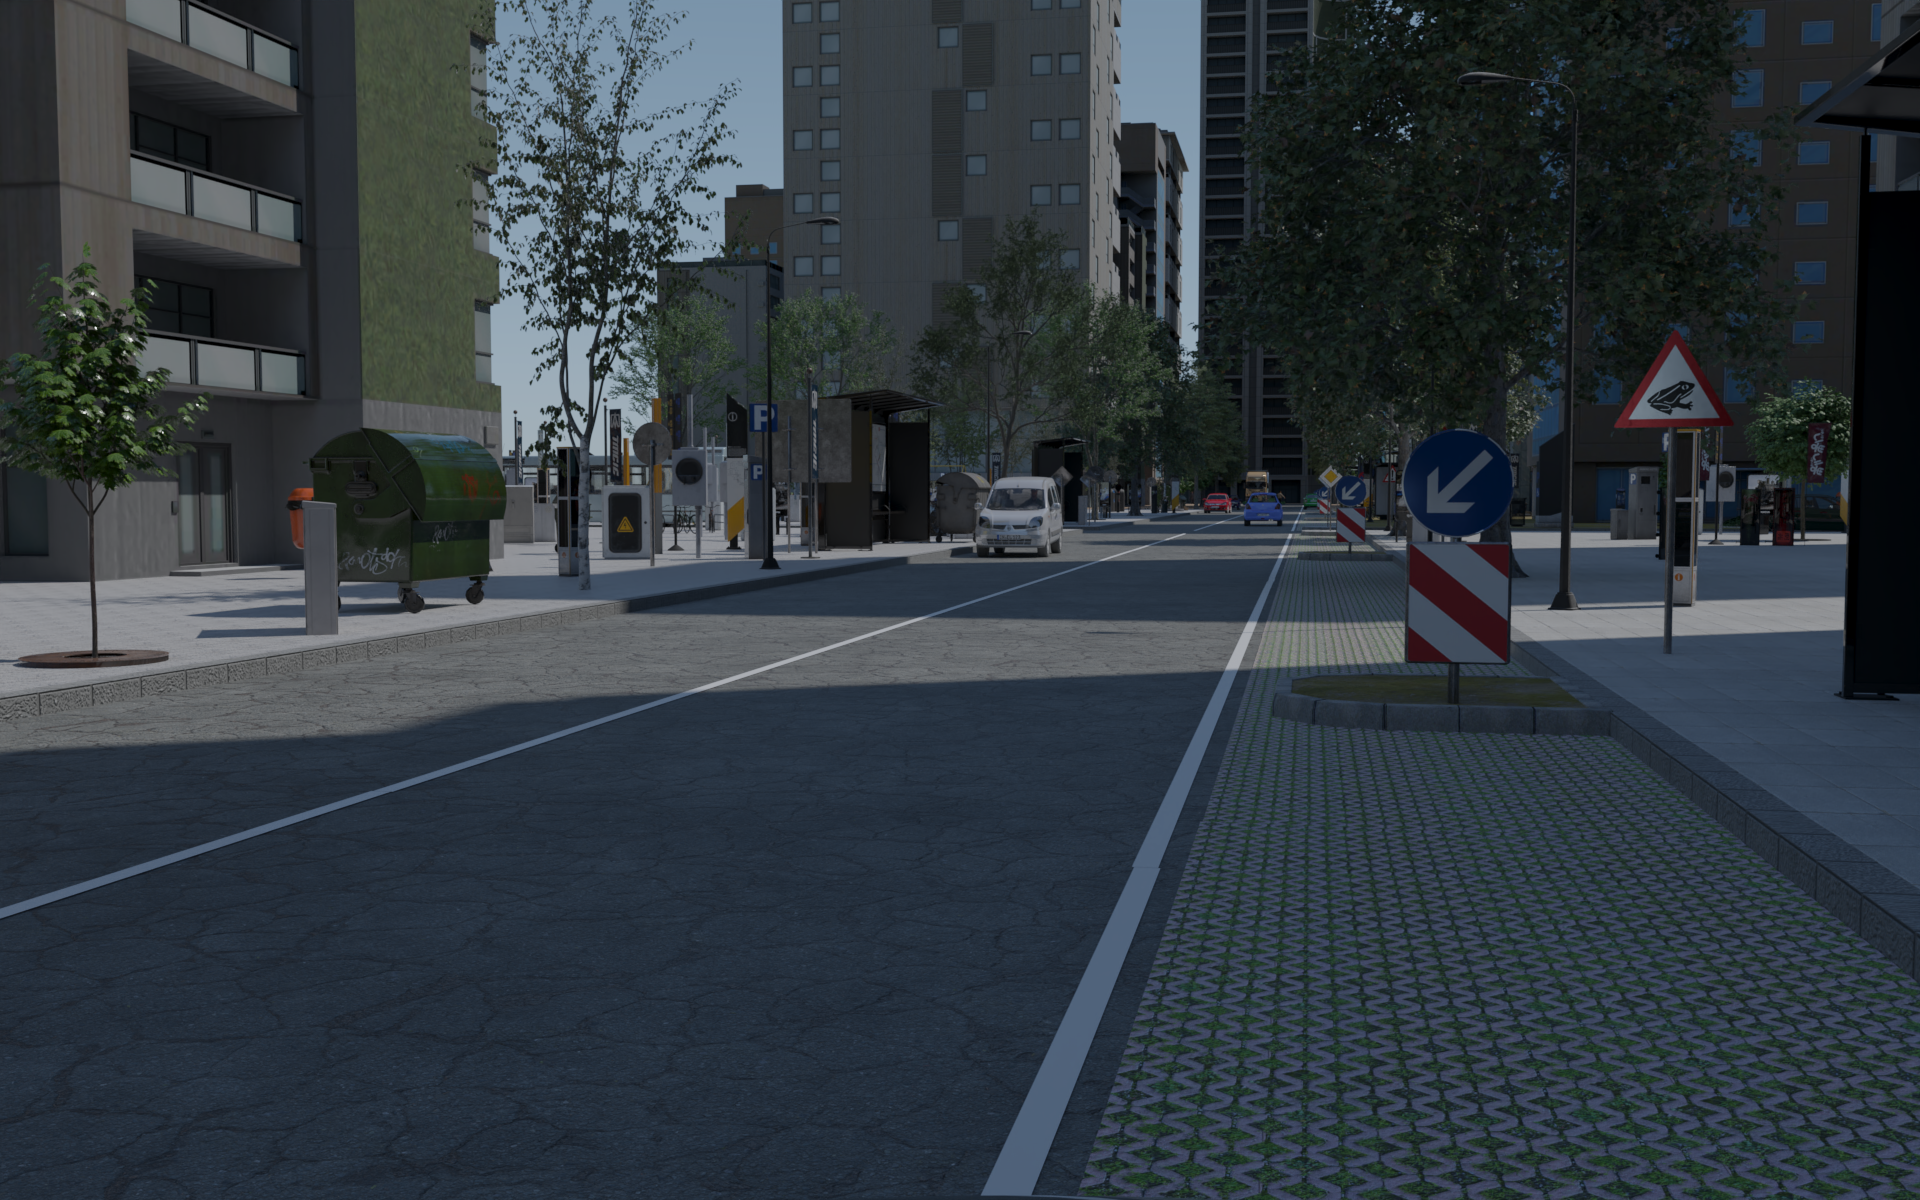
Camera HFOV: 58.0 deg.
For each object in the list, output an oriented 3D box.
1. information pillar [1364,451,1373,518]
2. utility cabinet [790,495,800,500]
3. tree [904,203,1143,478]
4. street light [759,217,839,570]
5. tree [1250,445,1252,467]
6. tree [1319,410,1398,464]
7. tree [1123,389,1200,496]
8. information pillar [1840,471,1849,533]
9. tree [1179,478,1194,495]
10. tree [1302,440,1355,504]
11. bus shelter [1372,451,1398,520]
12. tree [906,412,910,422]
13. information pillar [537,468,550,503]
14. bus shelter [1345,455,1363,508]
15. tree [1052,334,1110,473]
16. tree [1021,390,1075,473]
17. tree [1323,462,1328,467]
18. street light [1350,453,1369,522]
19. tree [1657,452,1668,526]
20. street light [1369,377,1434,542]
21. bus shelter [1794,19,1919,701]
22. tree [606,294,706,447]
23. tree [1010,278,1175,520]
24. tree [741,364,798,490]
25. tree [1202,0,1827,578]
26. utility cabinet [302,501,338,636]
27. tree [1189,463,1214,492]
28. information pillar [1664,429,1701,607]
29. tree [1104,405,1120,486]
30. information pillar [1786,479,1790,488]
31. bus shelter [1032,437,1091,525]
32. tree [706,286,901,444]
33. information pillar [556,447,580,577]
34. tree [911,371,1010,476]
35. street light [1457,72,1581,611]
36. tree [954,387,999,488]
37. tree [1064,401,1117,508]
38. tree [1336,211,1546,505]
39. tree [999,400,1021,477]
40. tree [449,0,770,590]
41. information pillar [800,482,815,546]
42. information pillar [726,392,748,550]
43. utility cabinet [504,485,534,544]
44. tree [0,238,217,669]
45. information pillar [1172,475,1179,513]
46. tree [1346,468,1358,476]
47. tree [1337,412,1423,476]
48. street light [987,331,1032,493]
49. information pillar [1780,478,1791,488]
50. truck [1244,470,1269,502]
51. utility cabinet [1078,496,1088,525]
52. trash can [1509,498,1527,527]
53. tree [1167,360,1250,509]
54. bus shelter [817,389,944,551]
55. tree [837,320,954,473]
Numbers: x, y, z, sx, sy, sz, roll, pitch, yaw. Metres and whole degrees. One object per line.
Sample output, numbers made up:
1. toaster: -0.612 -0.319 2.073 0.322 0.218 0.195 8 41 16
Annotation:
1. information pillar: 22.232 -6.305 94.446 0.504 3.616 0.183 0 4 7
2. utility cabinet: -11.228 -6.475 117.028 1.020 1.237 0.306 1 4 22
3. tree: 1.542 -7.425 55.804 7.601 10.594 8.767 3 5 40
4. street light: -2.711 -3.472 29.300 1.470 5.913 1.316 1 4 11
5. tree: 27.435 -16.468 187.380 7.486 12.596 7.792 0 3 0
6. tree: 26.036 -10.804 111.058 7.601 10.594 8.767 2 4 26
7. tree: 14.231 -10.298 118.736 4.360 8.622 3.978 0 3 0
8. information pillar: 29.133 -4.007 56.877 0.183 3.616 0.504 0 4 -7
9. tree: 17.639 -8.806 138.587 1.663 3.219 1.824 0 3 0
10. tree: 46.500 -18.263 216.721 7.486 12.596 7.792 0 3 0
11. bus shelter: 20.910 -5.479 83.500 2.014 3.302 5.546 1 4 11
12. tree: -3.137 -11.310 135.281 4.737 8.622 4.395 0 3 0
13. information pillar: -11.958 -2.769 49.763 0.304 2.012 0.304 0 4 1
14. bus shelter: 31.008 -9.623 134.974 2.179 5.291 8.768 1 4 11
15. tree: 10.180 -11.287 101.557 9.611 12.733 9.660 0 3 0
16. tree: 6.882 -10.692 125.181 4.360 8.622 3.978 0 3 0
17. tree: 24.321 -9.366 103.494 4.737 8.622 4.395 0 3 0
18. street light: 14.258 -5.329 59.675 1.470 5.913 1.316 1 4 11
19. tree: 28.477 -4.578 69.446 1.663 3.219 1.824 0 3 0
20. street light: 10.196 -4.093 39.467 1.470 5.913 1.316 1 4 11
21. bus shelter: 5.432 -1.006 7.726 1.731 3.624 6.357 1 4 11
22. tree: -14.633 -9.991 89.109 9.928 11.665 9.643 0 3 0
23. tree: 6.468 -9.731 84.862 9.928 11.665 9.643 0 3 0
24. tree: -10.416 -9.034 98.074 4.737 8.622 4.395 0 3 0
25. tree: 8.179 -6.699 26.530 9.611 12.733 9.660 0 3 0
26. utility cabinet: -5.969 -0.307 16.187 0.306 1.237 1.020 -1 4 -21
27. tree: 21.756 -10.770 159.797 4.285 4.588 4.351 0 3 0
28. information pillar: 8.255 -0.936 19.792 0.304 2.012 0.304 2 4 31
29. tree: 11.972 -11.539 139.031 4.360 8.622 3.978 0 3 0
30. information pillar: 30.452 -4.422 63.662 0.183 3.616 0.504 1 4 21
31. bus shelter: 4.376 -5.066 74.108 1.731 3.624 6.357 1 4 11
32. tree: -6.976 -9.779 85.648 9.928 11.665 9.643 0 3 0
33. information pillar: -6.054 -1.374 26.954 0.304 2.012 0.304 3 5 40
34. tree: 0.507 -9.276 102.021 4.737 8.622 4.395 0 3 0
35. street light: 6.180 -2.851 19.163 1.470 5.913 1.316 1 4 11
36. tree: -0.512 -9.626 107.742 4.360 8.622 3.978 0 3 0
37. tree: 9.938 -10.998 130.184 4.737 8.622 4.395 0 3 0
38. tree: 12.268 -5.648 42.709 4.737 8.622 4.395 0 3 0
39. tree: 3.832 -11.059 131.178 4.360 8.622 3.978 0 3 0
40. tree: -4.906 -4.453 23.164 4.360 8.622 3.978 0 3 0
41. information pillar: -3.777 -2.353 42.957 0.304 2.012 0.304 1 4 12
42. information pillar: -5.148 -2.973 39.956 0.504 3.616 0.183 0 4 -2
43. utility cabinet: -11.493 -2.174 44.229 1.173 1.500 0.318 -1 4 -9
44. tree: -6.519 -1.140 13.239 1.663 3.219 1.824 0 3 0
45. information pillar: 14.268 -7.547 114.741 0.504 3.616 0.183 1 4 23
46. tree: 29.006 -8.158 127.981 1.663 3.219 1.824 0 3 0
47. tree: 19.012 -7.535 73.553 4.360 8.622 3.978 0 3 0
48. street light: 1.346 -4.708 49.509 1.470 5.913 1.316 1 4 11
49. information pillar: 33.188 -3.986 69.668 0.304 2.012 0.304 -1 4 -18
50. truck: 35.183 -13.221 205.070 2.839 4.237 11.283 1 4 11
51. utility cabinet: 5.092 -3.711 71.833 0.306 1.237 1.020 1 4 10
52. trash can: 21.927 -3.456 68.151 0.748 1.137 0.748 0 3 0
53. tree: 20.088 -13.966 146.478 7.486 12.596 7.792 0 3 0
54. bus shelter: -1.864 -3.101 41.991 1.731 3.624 6.357 1 4 12
55. tree: -3.292 -7.578 74.257 4.360 8.622 3.978 0 3 0
